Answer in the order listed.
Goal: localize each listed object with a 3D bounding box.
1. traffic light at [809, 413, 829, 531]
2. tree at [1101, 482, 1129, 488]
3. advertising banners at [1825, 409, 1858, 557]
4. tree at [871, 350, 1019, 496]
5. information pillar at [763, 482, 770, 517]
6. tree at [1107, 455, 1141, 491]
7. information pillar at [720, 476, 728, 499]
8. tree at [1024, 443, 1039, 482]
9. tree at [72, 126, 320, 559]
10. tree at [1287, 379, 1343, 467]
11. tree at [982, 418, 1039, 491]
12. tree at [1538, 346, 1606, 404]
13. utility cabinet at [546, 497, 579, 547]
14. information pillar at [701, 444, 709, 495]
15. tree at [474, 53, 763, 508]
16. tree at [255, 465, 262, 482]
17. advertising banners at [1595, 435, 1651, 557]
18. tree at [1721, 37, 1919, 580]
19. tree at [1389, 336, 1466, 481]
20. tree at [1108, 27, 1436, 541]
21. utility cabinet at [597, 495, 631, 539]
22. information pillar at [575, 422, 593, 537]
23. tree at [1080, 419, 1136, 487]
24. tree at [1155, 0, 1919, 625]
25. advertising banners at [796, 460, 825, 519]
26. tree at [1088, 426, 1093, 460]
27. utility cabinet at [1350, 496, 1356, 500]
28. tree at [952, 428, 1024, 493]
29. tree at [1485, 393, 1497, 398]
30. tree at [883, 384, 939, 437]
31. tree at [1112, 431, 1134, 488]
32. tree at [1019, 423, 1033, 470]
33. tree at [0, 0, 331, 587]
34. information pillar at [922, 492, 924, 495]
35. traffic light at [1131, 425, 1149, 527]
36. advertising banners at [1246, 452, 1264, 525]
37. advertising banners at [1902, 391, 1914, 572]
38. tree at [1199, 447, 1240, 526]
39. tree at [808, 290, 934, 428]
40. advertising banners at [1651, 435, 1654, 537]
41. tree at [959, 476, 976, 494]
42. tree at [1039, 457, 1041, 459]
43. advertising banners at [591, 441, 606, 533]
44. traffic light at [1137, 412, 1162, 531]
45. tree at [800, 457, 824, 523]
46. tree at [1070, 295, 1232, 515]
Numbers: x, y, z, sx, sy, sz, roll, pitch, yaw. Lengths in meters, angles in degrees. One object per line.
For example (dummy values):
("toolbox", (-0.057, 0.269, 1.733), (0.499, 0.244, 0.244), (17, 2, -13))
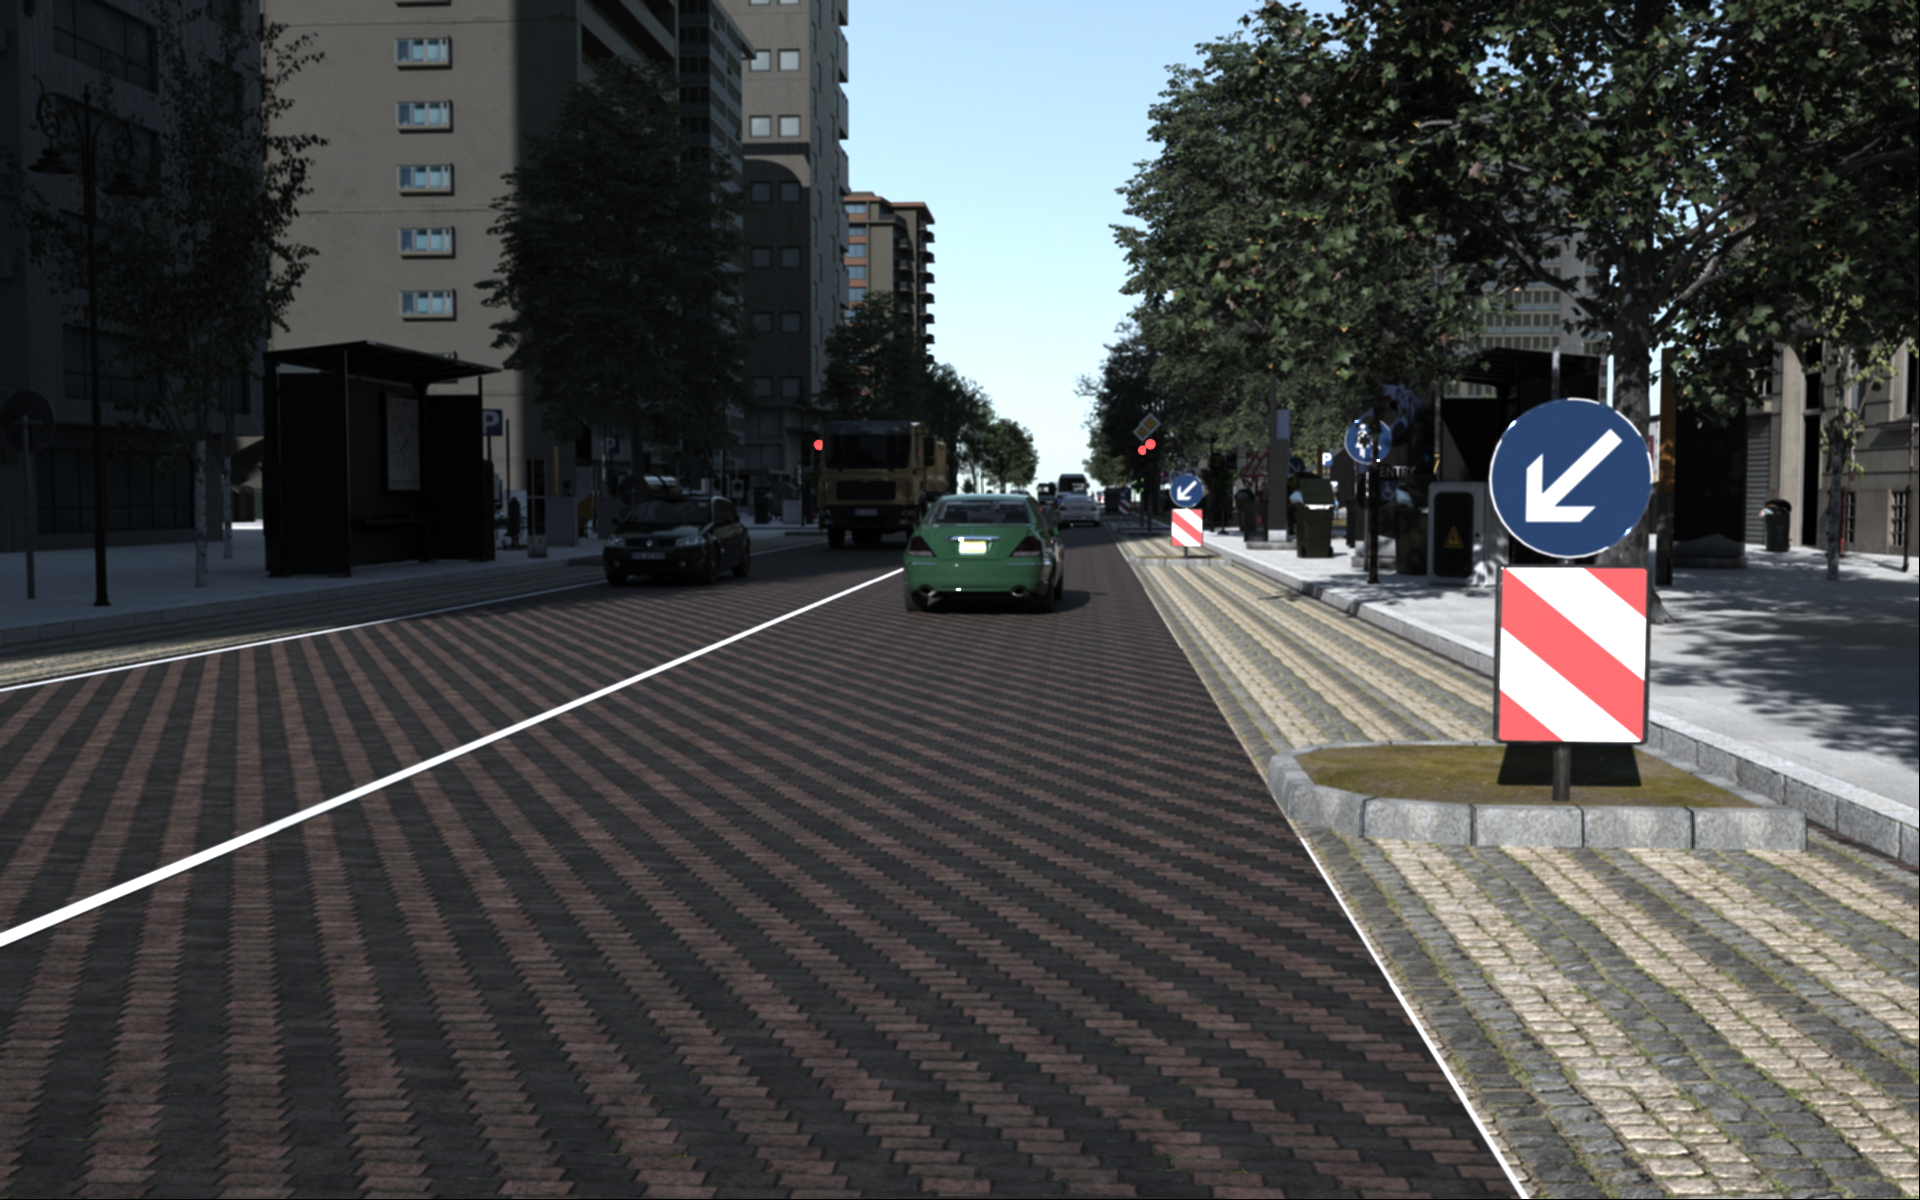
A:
("traffic light", (-4.833, -4.363, 60.258), (0.839, 4.253, 0.868), (0, 4, 4))
("tree", (26.453, -22.739, 289.905), (7.486, 12.596, 7.792), (0, 3, 0))
("advertising banners", (17.977, -2.390, 35.261), (0.090, 3.025, 2.074), (3, 5, 40))
("tree", (-2.828, -12.203, 125.272), (9.928, 11.665, 9.643), (0, 3, 0))
("information pillar", (-9.855, -5.117, 88.160), (0.304, 2.012, 0.304), (1, 4, 11))
("tree", (21.357, -16.896, 226.616), (4.360, 8.622, 3.978), (0, 3, 0))
("information pillar", (-9.718, -4.092, 71.403), (0.304, 2.012, 0.304), (-1, 4, -12))
("tree", (9.408, -21.467, 285.402), (7.601, 10.594, 8.767), (1, 4, 17))
("tree", (-14.761, -5.125, 34.153), (4.737, 8.622, 4.395), (0, 3, 0))
("tree", (21.079, -9.541, 106.361), (4.737, 8.622, 4.395), (0, 3, 0))
("tree", (7.015, -20.691, 256.431), (7.486, 12.596, 7.792), (0, 3, 0))
("tree", (29.449, -8.267, 85.520), (4.737, 8.622, 4.395), (0, 3, 0))
("utility cabinet", (-9.836, -1.901, 42.246), (1.020, 1.237, 0.306), (1, 4, 13))
("information pillar", (-11.919, -5.475, 80.871), (0.183, 3.616, 0.504), (-3, 5, -45))
("tree", (-8.934, -7.790, 45.487), (7.486, 12.596, 7.792), (0, 3, 0))
("tree", (-21.129, -3.648, 54.245), (1.663, 3.219, 1.824), (0, 3, 0))
("advertising banners", (12.976, -2.406, 35.519), (2.074, 3.025, 0.090), (1, 4, 19))
("tree", (13.255, -4.598, 25.542), (4.737, 8.622, 4.395), (0, 3, 0))
("tree", (19.799, -7.717, 76.527), (4.360, 8.622, 3.978), (0, 3, 0))
("tree", (8.653, -8.559, 46.602), (9.857, 13.997, 8.962), (0, 3, 0))
("utility cabinet", (-9.758, -2.325, 49.182), (1.020, 1.237, 0.306), (1, 4, 12))
("information pillar", (-11.228, -3.689, 51.670), (0.504, 3.616, 0.183), (0, 4, 2))
("tree", (19.741, -17.922, 210.031), (9.611, 12.733, 9.660), (0, 3, 0))
("tree", (6.768, -6.114, 16.972), (9.611, 12.733, 9.660), (0, 3, 0))
("advertising banners", (-7.544, -5.675, 88.966), (2.074, 3.025, 0.090), (-3, 4, -36))
("tree", (14.293, -13.332, 124.627), (9.857, 13.997, 8.962), (0, 3, 0))
("utility cabinet", (31.619, -7.869, 139.822), (1.020, 1.237, 0.306), (2, 4, 35))
("tree", (2.386, -16.455, 203.446), (7.601, 10.594, 8.767), (-1, 4, -13))
("tree", (37.152, -10.442, 121.086), (4.737, 8.622, 4.395), (0, 3, 0))
("tree", (-3.274, -9.886, 112.005), (4.737, 8.622, 4.395), (0, 3, 0))
("tree", (17.405, -13.949, 178.432), (4.737, 8.622, 4.395), (0, 3, 0))
("tree", (-0.555, -13.845, 152.124), (9.928, 11.665, 9.643), (0, 3, 0))
("tree", (-10.696, -4.486, 23.708), (4.360, 8.622, 3.978), (0, 3, 0))
("information pillar", (-2.655, -7.804, 118.955), (0.183, 3.616, 0.504), (-3, 5, -44))
("traffic light", (7.078, -4.801, 67.418), (0.839, 4.253, 0.868), (0, 4, 4))
("advertising banners", (12.386, -4.614, 71.624), (0.090, 3.025, 2.074), (-1, 4, -23))
("advertising banners", (15.964, -2.014, 29.122), (0.090, 3.025, 2.074), (2, 4, 30))
("tree", (10.843, -4.749, 72.252), (1.663, 3.219, 1.824), (0, 3, 0))
("tree", (-4.838, -10.929, 96.811), (7.486, 12.596, 7.792), (0, 3, 0))
("advertising banners", (21.121, -3.379, 51.427), (2.074, 3.025, 0.090), (1, 4, 18))
("tree", (0.696, -10.905, 172.905), (1.663, 3.219, 1.824), (0, 3, 0))
("tree", (10.294, -23.512, 302.543), (7.486, 12.596, 7.792), (0, 3, 0))
("advertising banners", (-11.832, -3.703, 56.732), (0.090, 3.025, 2.074), (-2, 4, -24))
("traffic light", (6.499, -4.314, 59.454), (0.839, 4.253, 0.868), (0, 4, 4))
("tree", (-5.914, -5.019, 76.668), (1.663, 3.219, 1.824), (0, 3, 0))
("tree", (11.977, -12.010, 106.737), (12.009, 13.543, 11.850), (0, 3, 0))
